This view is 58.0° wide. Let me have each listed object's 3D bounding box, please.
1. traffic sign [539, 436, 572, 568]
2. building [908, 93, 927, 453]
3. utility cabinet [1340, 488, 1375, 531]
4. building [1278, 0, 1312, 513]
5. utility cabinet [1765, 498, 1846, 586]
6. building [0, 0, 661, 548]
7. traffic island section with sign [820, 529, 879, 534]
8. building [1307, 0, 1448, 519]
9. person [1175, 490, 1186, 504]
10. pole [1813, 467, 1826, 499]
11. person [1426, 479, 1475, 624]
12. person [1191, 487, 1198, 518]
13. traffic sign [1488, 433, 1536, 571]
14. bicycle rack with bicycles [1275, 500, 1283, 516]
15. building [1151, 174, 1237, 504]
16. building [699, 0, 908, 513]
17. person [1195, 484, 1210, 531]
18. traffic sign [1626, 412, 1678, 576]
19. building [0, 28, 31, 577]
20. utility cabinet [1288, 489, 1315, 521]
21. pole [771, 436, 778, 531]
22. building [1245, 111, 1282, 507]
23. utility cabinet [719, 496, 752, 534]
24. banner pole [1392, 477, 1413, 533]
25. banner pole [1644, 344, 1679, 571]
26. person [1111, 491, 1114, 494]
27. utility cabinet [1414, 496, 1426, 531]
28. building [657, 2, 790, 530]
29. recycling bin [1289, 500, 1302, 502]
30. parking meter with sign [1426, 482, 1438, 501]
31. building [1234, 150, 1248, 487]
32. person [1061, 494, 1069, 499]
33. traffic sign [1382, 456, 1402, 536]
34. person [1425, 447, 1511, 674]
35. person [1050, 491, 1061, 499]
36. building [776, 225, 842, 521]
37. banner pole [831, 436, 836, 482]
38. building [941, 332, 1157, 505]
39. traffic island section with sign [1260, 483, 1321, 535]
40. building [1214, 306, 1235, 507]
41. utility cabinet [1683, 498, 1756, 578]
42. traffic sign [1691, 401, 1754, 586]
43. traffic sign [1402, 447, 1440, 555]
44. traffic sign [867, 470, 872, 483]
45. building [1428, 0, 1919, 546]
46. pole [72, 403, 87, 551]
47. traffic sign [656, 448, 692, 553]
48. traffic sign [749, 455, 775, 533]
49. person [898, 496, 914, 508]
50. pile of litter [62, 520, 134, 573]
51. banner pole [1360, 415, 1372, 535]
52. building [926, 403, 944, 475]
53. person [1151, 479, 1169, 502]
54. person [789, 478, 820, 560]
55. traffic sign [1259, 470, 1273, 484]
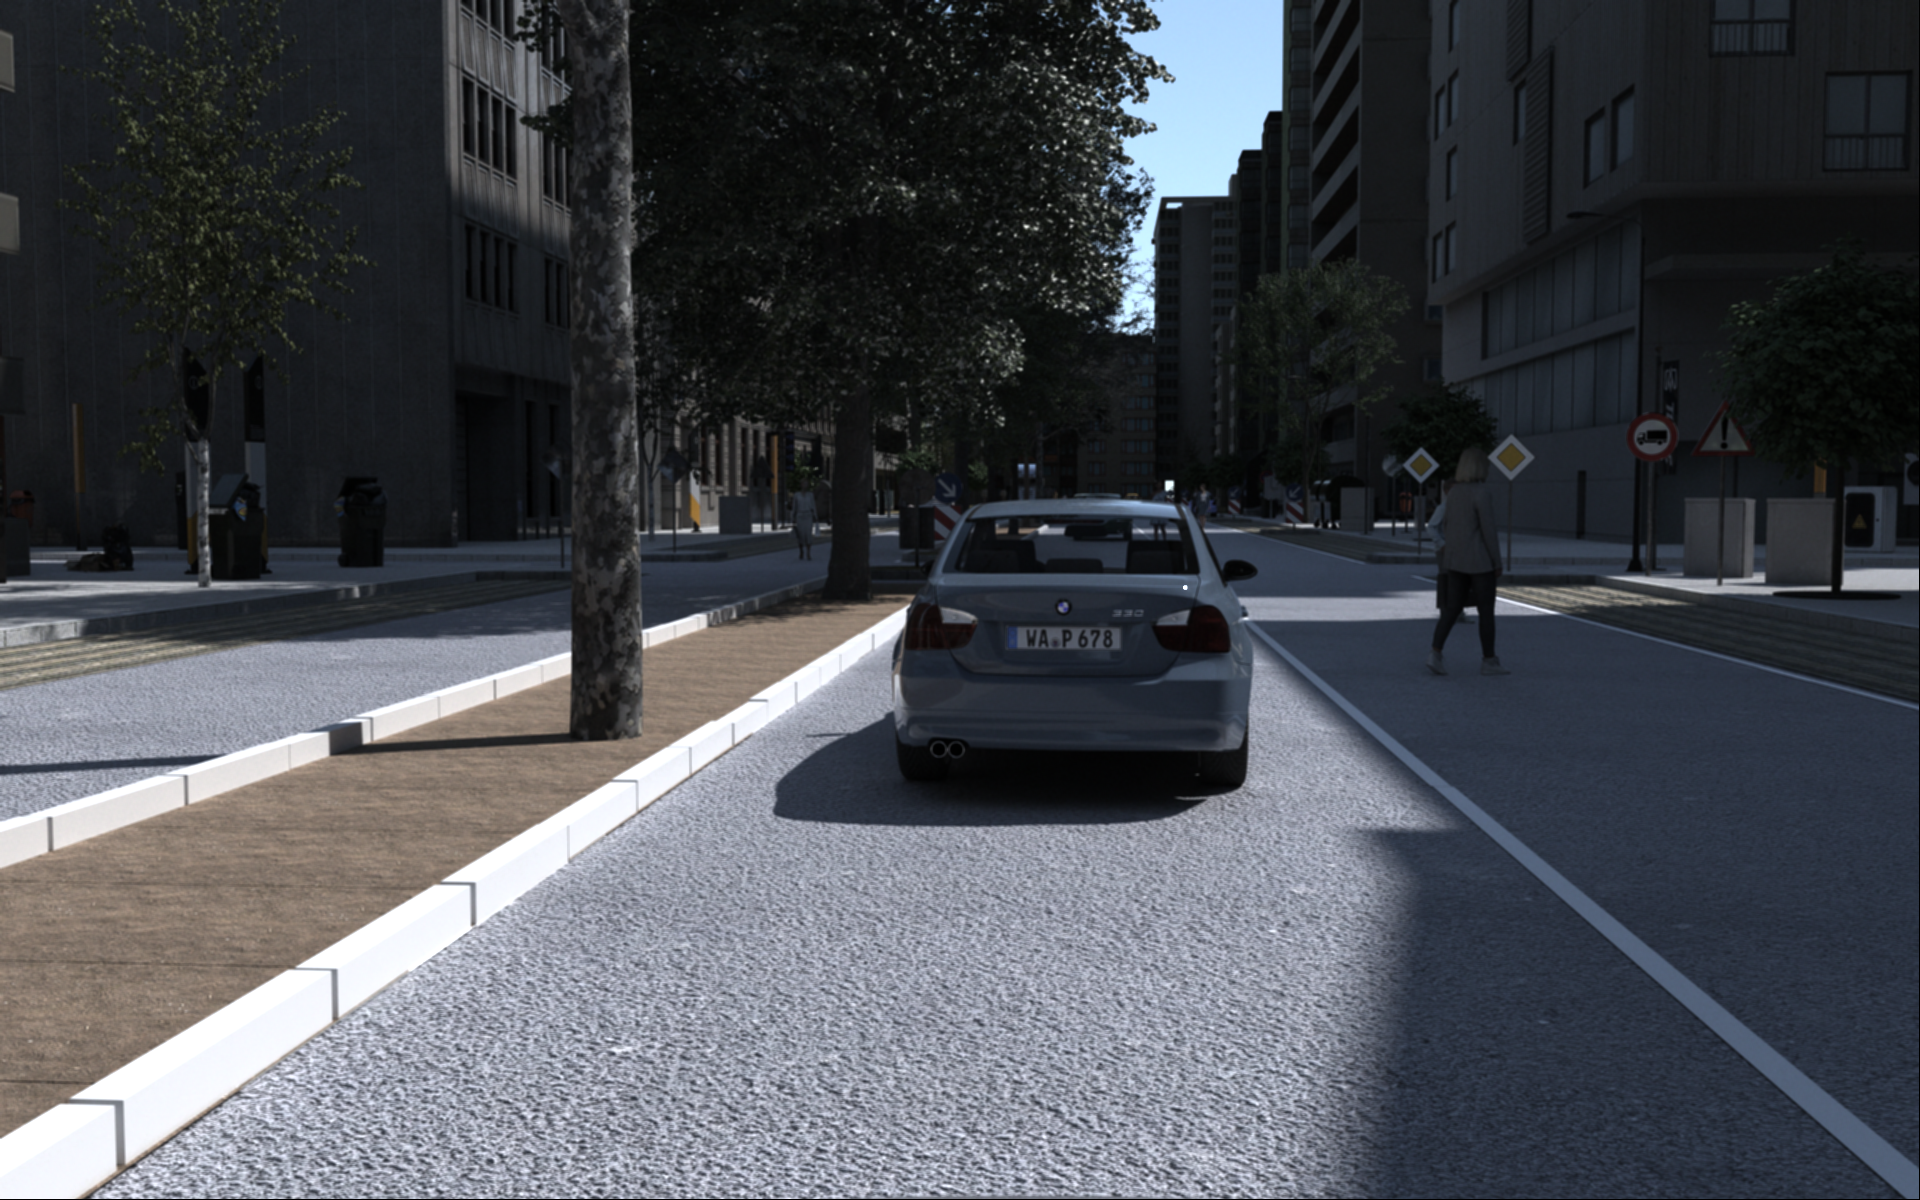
[{"bbox_3d":[-6.887,-1.610,29.968,0.795,2.450,0.064,0,4,5],"label":"traffic sign"},{"bbox_3d":[-10.359,-28.061,142.392,14.154,41.232,14.086,0,4,5],"label":"building"},{"bbox_3d":[13.621,-3.099,59.345,0.318,1.500,1.173,-3,5,-42],"label":"utility cabinet"},{"bbox_3d":[28.971,-26.627,118.948,14.154,41.232,14.086,0,4,5],"label":"building"},{"bbox_3d":[12.013,-0.823,24.620,0.306,1.237,1.020,-2,4,-32],"label":"utility cabinet"},{"bbox_3d":[-17.283,-14.236,50.777,12.078,24.808,19.932,0,4,5],"label":"building"},{"bbox_3d":[-3.991,-3.310,62.745,1.989,1.847,2.006,0,4,5],"label":"traffic island section with sign"},{"bbox_3d":[31.479,-28.879,95.865,21.300,48.544,21.600,0,4,5],"label":"building"},{"bbox_3d":[18.430,-8.267,144.382,1.217,1.735,0.721,-2,4,-27],"label":"person"},{"bbox_3d":[13.838,-2.080,27.859,0.158,3.312,0.155,0,3,0],"label":"pole"},{"bbox_3d":[5.426,-0.540,19.142,0.589,1.601,0.330,-2,4,-25],"label":"person"},{"bbox_3d":[13.268,-5.442,97.435,0.622,1.834,0.822,1,4,19],"label":"person"},{"bbox_3d":[9.106,-1.532,28.688,0.795,2.450,0.064,0,4,5],"label":"traffic sign"},{"bbox_3d":[19.476,-5.534,103.855,2.852,0.926,2.925,0,4,1],"label":"bicycle rack with bicycles"},{"bbox_3d":[35.778,-31.858,212.758,23.993,40.220,32.217,0,4,5],"label":"building"},{"bbox_3d":[-15.482,-30.615,124.253,21.300,48.544,21.600,0,4,5],"label":"building"},{"bbox_3d":[9.499,-3.614,67.606,0.581,1.822,0.654,2,4,25],"label":"person"},{"bbox_3d":[10.797,-1.650,27.092,0.768,2.556,0.104,1,4,11],"label":"traffic sign"},{"bbox_3d":[-30.162,-10.337,14.057,28.899,21.520,27.650,0,4,5],"label":"building"},{"bbox_3d":[15.857,-4.387,80.403,1.173,1.500,0.318,2,4,32],"label":"utility cabinet"},{"bbox_3d":[-6.522,-4.098,60.850,0.158,3.312,0.155,0,3,0],"label":"pole"},{"bbox_3d":[30.011,-22.124,133.431,14.160,30.474,14.107,0,4,5],"label":"building"},{"bbox_3d":[-7.177,-2.704,55.376,1.020,1.237,0.306,1,4,12],"label":"utility cabinet"},{"bbox_3d":[14.598,-4.111,57.228,0.863,3.779,0.401,-2,4,-27],"label":"banner pole"},{"bbox_3d":[11.700,-2.372,28.794,0.401,3.779,0.863,0,4,-8],"label":"banner pole"},{"bbox_3d":[16.075,-10.669,183.760,0.721,1.723,1.217,-1,4,-22],"label":"person"},{"bbox_3d":[15.998,-3.004,60.271,0.306,1.237,1.020,1,4,9],"label":"utility cabinet"},{"bbox_3d":[-14.394,-14.384,71.332,11.583,22.565,21.152,0,4,5],"label":"building"},{"bbox_3d":[15.043,-3.945,77.049,0.722,1.027,0.722,0,4,1],"label":"recycling bin"},{"bbox_3d":[22.301,-5.214,81.517,1.738,3.016,0.543,1,4,18],"label":"parking meter with sign"},{"bbox_3d":[30.387,-22.994,147.655,14.160,30.474,14.107,0,4,5],"label":"building"},{"bbox_3d":[8.957,-8.344,148.108,0.799,1.438,0.628,-2,4,-33],"label":"person"},{"bbox_3d":[13.214,-3.218,52.717,0.768,2.556,0.104,1,4,10],"label":"traffic sign"},{"bbox_3d":[4.002,-0.312,13.790,0.728,1.800,0.709,-1,4,-22],"label":"person"},{"bbox_3d":[10.269,-10.901,186.825,1.348,1.812,0.705,0,4,0],"label":"person"},{"bbox_3d":[-12.231,-13.877,91.511,10.561,19.102,19.286,0,4,5],"label":"building"},{"bbox_3d":[-5.355,-5.172,74.582,0.401,3.779,0.863,-3,5,-43],"label":"banner pole"},{"bbox_3d":[9.118,-22.491,212.764,28.899,21.520,27.650,0,4,5],"label":"building"},{"bbox_3d":[11.768,-3.259,61.917,1.989,1.847,2.006,0,4,5],"label":"traffic island section with sign"},{"bbox_3d":[39.782,-19.797,168.717,27.650,21.520,28.899,0,4,5],"label":"building"},{"bbox_3d":[11.757,-0.958,26.828,0.306,1.237,1.020,-2,4,-33],"label":"utility cabinet"},{"bbox_3d":[10.643,-1.479,24.190,0.884,2.594,0.081,0,4,5],"label":"traffic sign"},{"bbox_3d":[9.736,-2.019,36.648,0.795,2.450,0.064,0,4,5],"label":"traffic sign"},{"bbox_3d":[-4.821,-5.343,87.469,0.768,2.556,0.104,1,4,8],"label":"traffic sign"},{"bbox_3d":[30.097,-28.315,52.195,27.495,52.752,28.713,0,4,5],"label":"building"},{"bbox_3d":[-19.851,-2.765,39.052,0.158,3.312,0.155,0,3,0],"label":"pole"},{"bbox_3d":[-6.257,-2.097,37.928,0.795,2.450,0.064,0,4,5],"label":"traffic sign"},{"bbox_3d":[-6.597,-3.531,57.737,0.884,2.594,0.081,1,4,9],"label":"traffic sign"},{"bbox_3d":[-2.735,-4.725,86.022,0.850,1.792,0.678,3,4,39],"label":"person"},{"bbox_3d":[-14.428,-0.922,29.040,1.176,0.858,1.719,-1,4,-10],"label":"pile of litter"},{"bbox_3d":[12.982,-3.981,55.114,0.401,3.779,0.863,1,4,23],"label":"banner pole"},{"bbox_3d":[-13.956,-29.333,171.474,23.993,40.220,32.217,0,4,5],"label":"building"},{"bbox_3d":[5.173,-2.239,45.199,0.616,1.811,0.778,1,4,23],"label":"person"},{"bbox_3d":[-3.358,-1.768,37.754,0.694,1.780,0.624,0,4,6],"label":"person"},{"bbox_3d":[16.520,-5.704,93.371,0.768,2.556,0.104,0,4,6],"label":"traffic sign"}]
